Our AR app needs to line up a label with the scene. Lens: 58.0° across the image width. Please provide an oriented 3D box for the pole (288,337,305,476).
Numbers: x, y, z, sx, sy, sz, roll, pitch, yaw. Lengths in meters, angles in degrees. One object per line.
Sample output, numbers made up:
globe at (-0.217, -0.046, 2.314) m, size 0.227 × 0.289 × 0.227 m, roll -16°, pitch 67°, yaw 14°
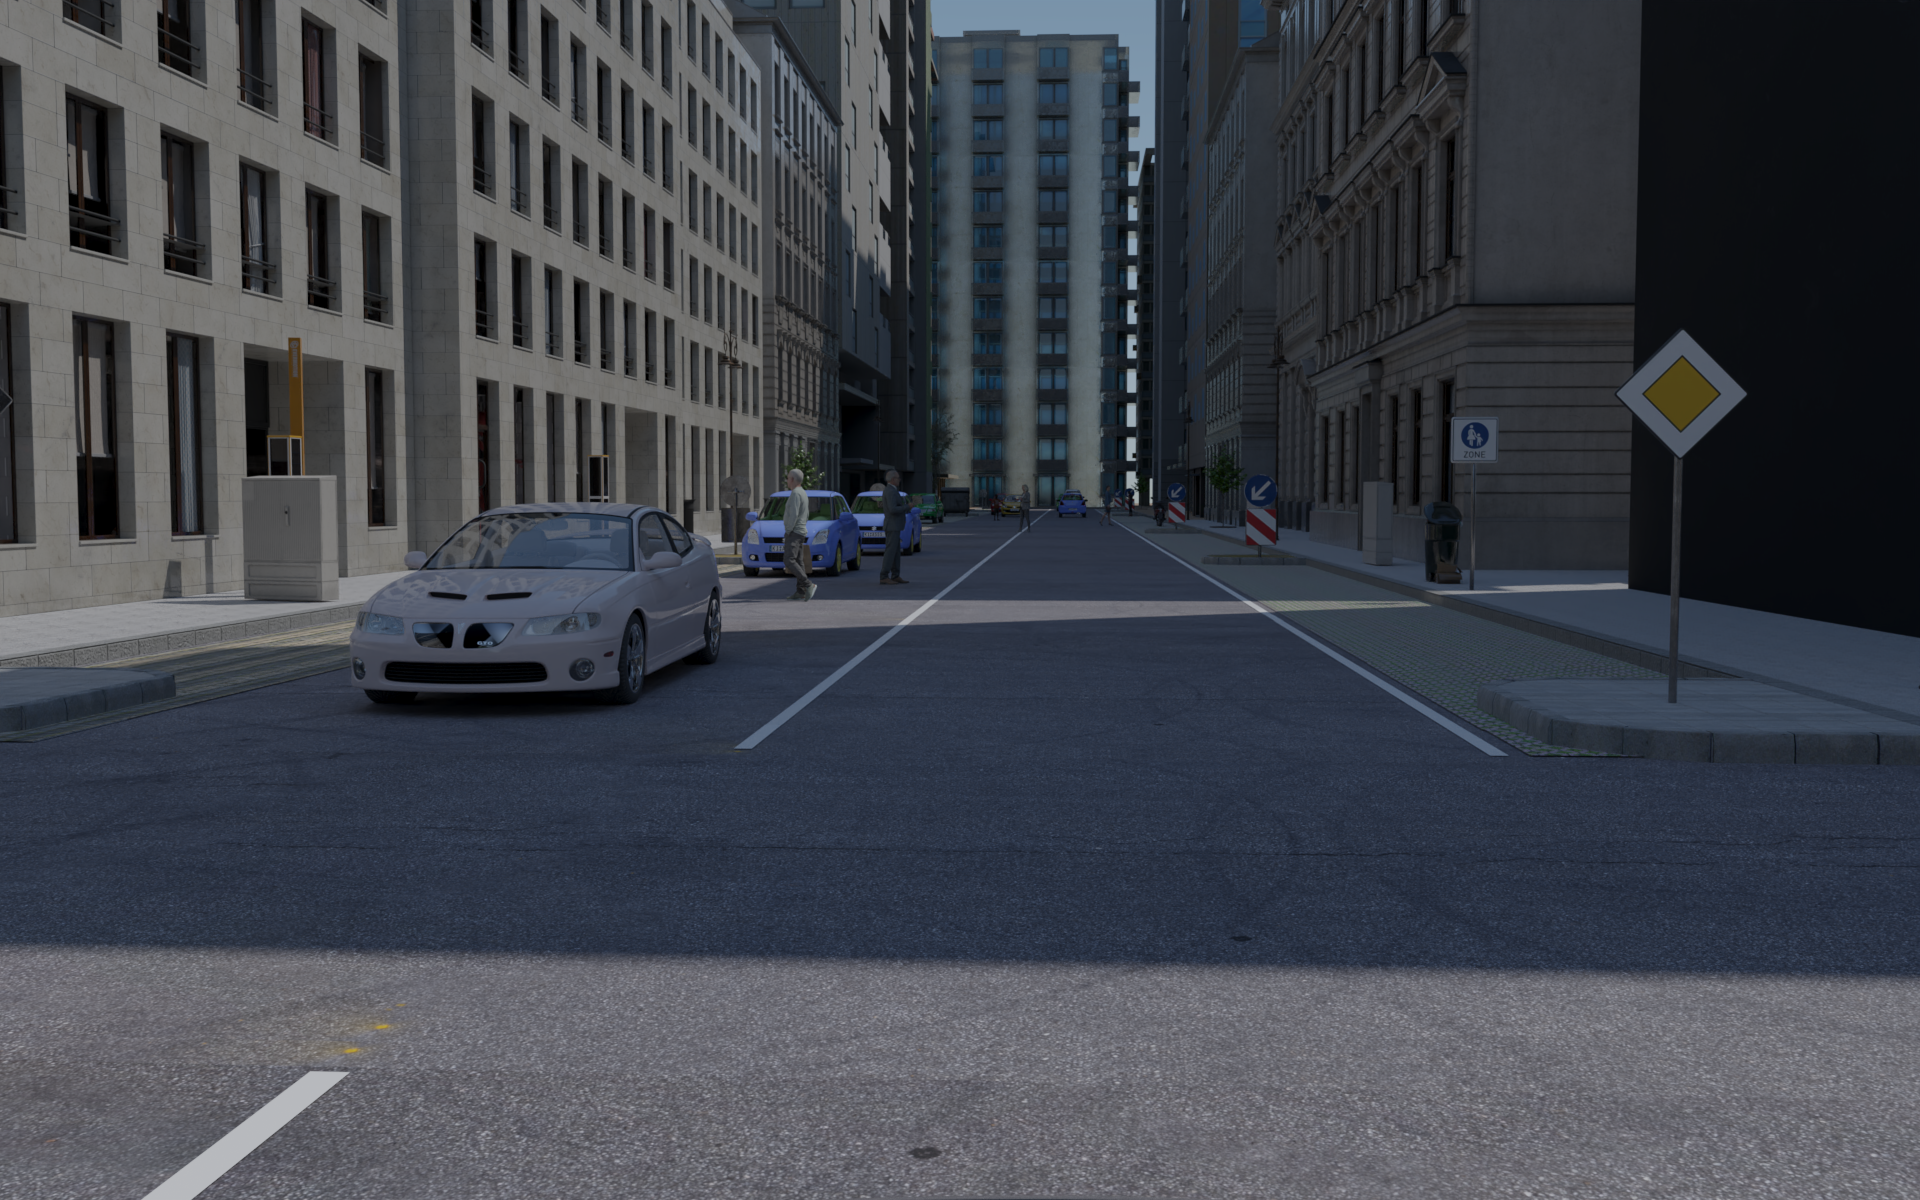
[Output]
pole at (-8.672, -1.764, 22.681) m, size 0.158 × 3.312 × 0.155 m, roll 0°, pitch 3°, yaw 0°

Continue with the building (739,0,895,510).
building at (-18.494, -31.254, 100.248) m, size 28.713 × 52.752 × 27.495 m, roll 0°, pitch 4°, yaw 4°

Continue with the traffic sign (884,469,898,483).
traffic sign at (-3.453, -5.294, 86.663) m, size 0.768 × 2.556 × 0.104 m, roll 1°, pitch 4°, yaw 12°

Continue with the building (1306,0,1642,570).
building at (13.680, -10.571, 37.456) m, size 10.561 × 19.102 × 19.286 m, roll 0°, pitch 4°, yaw 4°

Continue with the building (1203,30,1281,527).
building at (16.226, -13.883, 76.133) m, size 9.793 × 20.994 × 18.267 m, roll 0°, pitch 4°, yaw 4°

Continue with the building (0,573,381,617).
building at (-14.927, -10.151, 20.720) m, size 10.420 × 20.320 × 16.860 m, roll 0°, pitch 4°, yaw 4°

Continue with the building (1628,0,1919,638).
building at (16.557, -11.405, 16.142) m, size 15.834 × 23.373 × 12.332 m, roll 0°, pitch 4°, yaw 4°

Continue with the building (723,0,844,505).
building at (-10.855, -13.658, 72.452) m, size 9.793 × 20.994 × 18.267 m, roll 0°, pitch 4°, yaw 4°

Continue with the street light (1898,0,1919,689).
street light at (6.401, -2.349, 11.200) m, size 0.468 × 5.910 × 1.993 m, roll 0°, pitch 4°, yaw 4°

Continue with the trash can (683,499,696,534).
trash can at (-7.517, -2.156, 46.910) m, size 0.748 × 1.137 × 0.748 m, roll 0°, pitch 3°, yaw 0°

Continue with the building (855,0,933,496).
building at (-9.490, -26.742, 120.823) m, size 14.154 × 41.232 × 14.086 m, roll 0°, pitch 4°, yaw 4°

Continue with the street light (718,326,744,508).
street light at (-6.331, -4.597, 47.948) m, size 0.468 × 5.910 × 1.993 m, roll 0°, pitch 4°, yaw 4°

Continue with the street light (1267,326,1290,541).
street light at (8.748, -4.584, 47.736) m, size 0.468 × 5.910 × 1.993 m, roll 0°, pitch 4°, yaw 4°

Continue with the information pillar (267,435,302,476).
information pillar at (-8.515, -1.064, 21.893) m, size 0.304 × 2.012 × 0.304 m, roll 0°, pitch 4°, yaw 7°

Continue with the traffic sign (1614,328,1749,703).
traffic sign at (4.373, -0.424, 10.573) m, size 0.795 × 2.450 × 0.064 m, roll 0°, pitch 4°, yaw 4°

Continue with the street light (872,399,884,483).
street light at (-3.959, -6.814, 84.201) m, size 0.468 × 5.910 × 1.993 m, roll 0°, pitch 4°, yaw 4°

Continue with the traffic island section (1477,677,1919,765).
traffic island section at (4.397, 0.711, 10.649) m, size 2.009 × 0.180 × 2.903 m, roll 0°, pitch 4°, yaw 4°

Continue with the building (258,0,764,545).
building at (-12.845, -12.206, 54.312) m, size 10.420 × 20.320 × 16.860 m, roll 0°, pitch 4°, yaw 4°

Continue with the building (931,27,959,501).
building at (-15.215, -30.394, 151.568) m, size 28.867 × 44.769 × 22.147 m, roll 0°, pitch 4°, yaw 4°

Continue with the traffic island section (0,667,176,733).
traffic island section at (-6.572, 0.669, 11.349) m, size 2.009 × 0.180 × 2.903 m, roll 0°, pitch 4°, yaw 4°

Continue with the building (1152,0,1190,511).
building at (26.789, -36.860, 144.656) m, size 21.231 × 58.520 × 28.212 m, roll 0°, pitch 4°, yaw 4°

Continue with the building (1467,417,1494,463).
building at (52.925, -23.189, 150.845) m, size 14.107 × 30.474 × 14.160 m, roll 0°, pitch 4°, yaw 4°

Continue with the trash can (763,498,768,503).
trash can at (-6.303, -2.872, 58.611) m, size 0.748 × 1.137 × 0.748 m, roll 0°, pitch 3°, yaw 0°

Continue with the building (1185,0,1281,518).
building at (19.734, -27.091, 93.047) m, size 14.600 × 45.320 × 14.200 m, roll 0°, pitch 4°, yaw 4°

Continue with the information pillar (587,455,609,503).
information pillar at (-6.843, -1.732, 32.812) m, size 0.304 × 2.012 × 0.304 m, roll 1°, pitch 4°, yaw 11°

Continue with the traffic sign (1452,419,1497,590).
traffic sign at (6.835, -1.281, 23.068) m, size 0.606 × 2.300 × 0.079 m, roll 0°, pitch 4°, yaw 6°

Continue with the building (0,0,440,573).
building at (-13.069, -11.175, 37.464) m, size 10.420 × 20.320 × 16.860 m, roll 0°, pitch 4°, yaw 4°

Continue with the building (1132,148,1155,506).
building at (30.757, -30.134, 184.565) m, size 23.993 × 40.220 × 32.217 m, roll 0°, pitch 4°, yaw 4°

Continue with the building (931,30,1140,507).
building at (3.321, -34.386, 181.817) m, size 30.456 × 49.044 × 23.786 m, roll 0°, pitch 4°, yaw 4°

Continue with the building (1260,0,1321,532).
building at (16.399, -13.938, 56.766) m, size 11.050 × 23.489 × 19.941 m, roll 0°, pitch 4°, yaw 4°

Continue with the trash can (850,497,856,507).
trash can at (-5.048, -4.507, 85.339) m, size 0.748 × 1.137 × 0.748 m, roll 0°, pitch 3°, yaw 0°

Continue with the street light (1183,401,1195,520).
street light at (11.220, -6.866, 85.049) m, size 0.468 × 5.910 × 1.993 m, roll 0°, pitch 4°, yaw 4°

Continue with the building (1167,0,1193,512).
building at (26.391, -30.324, 115.408) m, size 23.786 × 49.044 × 30.456 m, roll 0°, pitch 4°, yaw 4°
